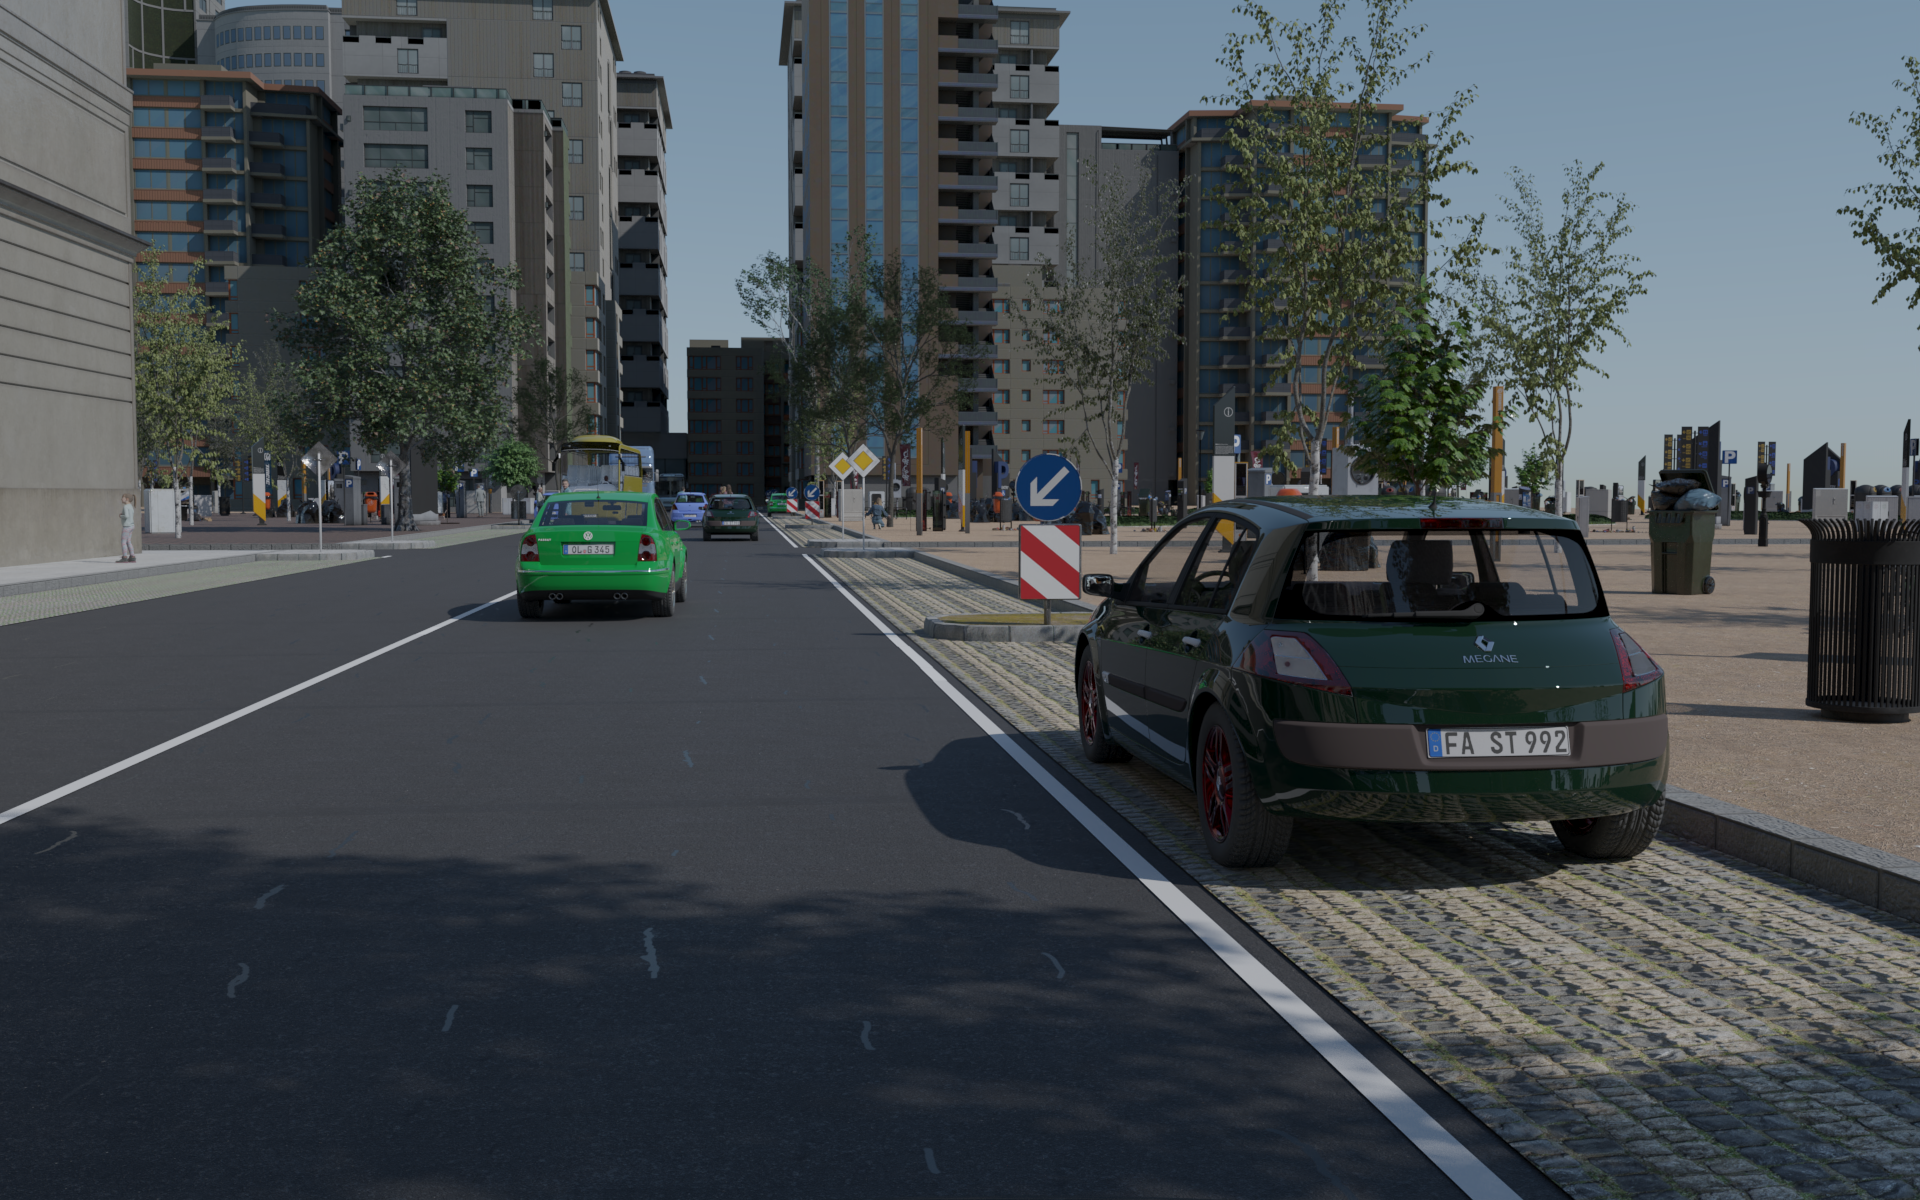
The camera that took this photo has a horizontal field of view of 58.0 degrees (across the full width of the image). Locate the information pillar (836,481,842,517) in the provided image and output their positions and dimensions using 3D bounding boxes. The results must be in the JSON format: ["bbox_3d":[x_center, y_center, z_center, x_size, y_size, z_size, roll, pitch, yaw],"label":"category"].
[{"bbox_3d":[-6.842,-5.707,97.801,0.304,2.012,0.304,-1,4,-18],"label":"information pillar"}]

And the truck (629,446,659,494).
[{"bbox_3d":[-19.363,-6.939,103.215,2.967,4.110,18.799,-1,4,-9],"label":"truck"}]

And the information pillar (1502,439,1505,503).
[{"bbox_3d":[19.417,-4.350,62.481,0.504,3.616,0.183,-1,4,-23],"label":"information pillar"}]

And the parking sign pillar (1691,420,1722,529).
[{"bbox_3d":[27.362,-4.612,63.873,1.447,3.967,1.447,3,5,44],"label":"parking sign pillar"}]

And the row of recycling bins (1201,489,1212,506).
[{"bbox_3d":[17.360,-7.001,121.578,1.069,1.692,3.534,0,4,8],"label":"row of recycling bins"}]

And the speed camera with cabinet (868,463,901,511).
[{"bbox_3d":[-4.782,-7.063,109.824,2.038,3.252,0.660,-1,4,-11],"label":"speed camera with cabinet"}]

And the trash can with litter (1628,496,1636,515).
[{"bbox_3d":[41.362,-5.871,107.378,0.624,1.170,1.055,-2,4,-31],"label":"trash can with litter"}]

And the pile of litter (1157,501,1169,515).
[{"bbox_3d":[12.069,-5.630,106.022,1.719,0.858,1.176,-2,4,-29],"label":"pile of litter"}]

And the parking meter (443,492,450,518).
[{"bbox_3d":[-27.773,-5.216,93.687,0.372,1.533,0.369,0,3,0],"label":"parking meter"}]

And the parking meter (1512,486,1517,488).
[{"bbox_3d":[38.887,-7.085,121.555,0.399,1.863,0.255,1,4,8],"label":"parking meter"}]

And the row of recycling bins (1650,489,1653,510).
[{"bbox_3d":[41.023,-5.573,98.228,3.534,1.692,1.069,0,4,7],"label":"row of recycling bins"}]

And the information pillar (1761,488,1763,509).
[{"bbox_3d":[55.702,-7.857,119.809,0.504,3.616,0.183,2,4,31],"label":"information pillar"}]

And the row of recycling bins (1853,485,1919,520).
[{"bbox_3d":[40.576,-4.192,75.650,3.534,1.692,1.069,-1,4,-17],"label":"row of recycling bins"}]

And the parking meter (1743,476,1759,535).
[{"bbox_3d":[24.957,-2.994,54.659,0.399,1.863,0.255,3,5,40],"label":"parking meter"}]

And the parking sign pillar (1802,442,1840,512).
[{"bbox_3d":[44.734,-6.238,90.455,1.447,3.967,1.447,-2,4,-29],"label":"parking sign pillar"}]

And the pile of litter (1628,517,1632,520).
[{"bbox_3d":[32.715,-4.406,85.995,1.176,0.858,1.719,-1,4,-11],"label":"pile of litter"}]

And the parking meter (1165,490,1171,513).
[{"bbox_3d":[14.290,-6.765,119.013,0.372,1.533,0.369,0,3,0],"label":"parking meter"}]

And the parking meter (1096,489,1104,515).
[{"bbox_3d":[6.464,-4.381,80.048,0.372,1.533,0.369,0,3,0],"label":"parking meter"}]

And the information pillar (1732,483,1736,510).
[{"bbox_3d":[53.471,-7.060,119.922,0.304,2.012,0.304,-1,4,-10],"label":"information pillar"}]

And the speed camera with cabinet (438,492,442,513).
[{"bbox_3d":[-35.068,-7.308,113.825,0.660,3.252,2.038,3,4,38],"label":"speed camera with cabinet"}]

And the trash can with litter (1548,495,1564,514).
[{"bbox_3d":[38.947,-6.250,113.249,1.678,1.210,2.233,-2,4,-33],"label":"trash can with litter"}]

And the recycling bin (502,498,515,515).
[{"bbox_3d":[-27.903,-5.783,107.110,0.722,1.027,0.722,-1,4,-10],"label":"recycling bin"}]

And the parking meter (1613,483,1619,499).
[{"bbox_3d":[33.226,-5.020,87.785,0.255,1.863,0.399,2,4,26],"label":"parking meter"}]

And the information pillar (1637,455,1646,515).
[{"bbox_3d":[41.087,-6.913,104.376,0.183,3.616,0.504,-2,4,-32],"label":"information pillar"}]

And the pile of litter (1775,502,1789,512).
[{"bbox_3d":[46.202,-5.091,97.209,1.176,0.858,1.719,-1,4,-12],"label":"pile of litter"}]

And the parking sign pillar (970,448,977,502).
[{"bbox_3d":[0.661,-6.914,101.523,1.447,3.967,1.447,-1,4,-9],"label":"parking sign pillar"}]

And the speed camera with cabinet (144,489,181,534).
[{"bbox_3d":[-26.487,-3.788,56.271,2.038,3.252,0.660,-3,5,-43],"label":"speed camera with cabinet"}]

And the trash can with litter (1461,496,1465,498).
[{"bbox_3d":[32.179,-6.014,109.712,1.055,1.170,0.624,1,4,11],"label":"trash can with litter"}]

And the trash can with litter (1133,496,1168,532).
[{"bbox_3d":[6.790,-2.950,59.288,1.678,1.210,2.233,1,4,17],"label":"trash can with litter"}]

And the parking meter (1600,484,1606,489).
[{"bbox_3d":[38.888,-6.060,104.798,0.399,1.863,0.255,-3,5,-40],"label":"parking meter"}]

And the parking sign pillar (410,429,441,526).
[{"bbox_3d":[-22.119,-5.055,71.117,1.447,3.967,1.447,3,4,36],"label":"parking sign pillar"}]

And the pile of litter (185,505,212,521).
[{"bbox_3d":[-36.074,-4.163,82.027,1.176,0.858,1.719,-2,4,-30],"label":"pile of litter"}]

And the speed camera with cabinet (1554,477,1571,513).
[{"bbox_3d":[41.653,-7.665,119.658,0.660,3.252,2.038,3,4,36],"label":"speed camera with cabinet"}]

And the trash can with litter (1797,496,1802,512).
[{"bbox_3d":[49.680,-5.549,102.118,0.624,1.170,1.055,3,5,40],"label":"trash can with litter"}]

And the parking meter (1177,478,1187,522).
[{"bbox_3d":[8.285,-3.600,64.577,0.255,1.863,0.399,2,4,32],"label":"parking meter"}]

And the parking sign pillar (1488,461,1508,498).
[{"bbox_3d":[37.044,-7.996,119.199,1.447,3.967,1.447,-1,4,-21],"label":"parking sign pillar"}]

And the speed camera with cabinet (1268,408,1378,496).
[{"bbox_3d":[6.760,-2.316,32.209,2.038,3.252,0.660,-1,4,-20],"label":"speed camera with cabinet"}]

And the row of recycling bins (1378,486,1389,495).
[{"bbox_3d":[20.502,-4.744,84.674,3.534,1.692,1.069,0,4,-2],"label":"row of recycling bins"}]

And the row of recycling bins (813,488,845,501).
[{"bbox_3d":[-8.292,-6.379,111.417,1.069,1.692,3.534,2,4,28],"label":"row of recycling bins"}]

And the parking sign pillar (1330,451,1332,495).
[{"bbox_3d":[23.807,-7.390,109.300,1.447,3.967,1.447,2,4,33],"label":"parking sign pillar"}]

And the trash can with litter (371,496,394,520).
[{"bbox_3d":[-28.379,-4.599,86.244,2.233,1.210,1.678,2,4,35],"label":"trash can with litter"}]

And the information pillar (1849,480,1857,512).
[{"bbox_3d":[47.593,-5.370,92.294,0.304,2.012,0.304,2,4,34],"label":"information pillar"}]

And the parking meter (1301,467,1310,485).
[{"bbox_3d":[7.535,-1.951,37.602,0.255,1.863,0.399,1,4,17],"label":"parking meter"}]

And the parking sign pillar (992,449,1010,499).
[{"bbox_3d":[2.423,-7.022,103.277,1.447,3.967,1.447,3,4,37],"label":"parking sign pillar"}]

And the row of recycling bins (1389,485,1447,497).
[{"bbox_3d":[20.145,-4.188,75.584,1.069,1.692,3.534,-1,4,-13],"label":"row of recycling bins"}]

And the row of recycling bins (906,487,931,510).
[{"bbox_3d":[-2.463,-5.906,103.679,1.069,1.692,3.534,1,4,12],"label":"row of recycling bins"}]

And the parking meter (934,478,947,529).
[{"bbox_3d":[-0.695,-3.403,61.348,0.399,1.863,0.255,-3,5,-44],"label":"parking meter"}]

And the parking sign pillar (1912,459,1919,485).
[{"bbox_3d":[55.409,-6.822,100.006,1.447,3.967,1.447,3,5,45],"label":"parking sign pillar"}]

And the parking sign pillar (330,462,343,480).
[{"bbox_3d":[-38.887,-7.319,108.142,1.447,3.967,1.447,-3,4,-38],"label":"parking sign pillar"}]

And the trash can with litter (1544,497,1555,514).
[{"bbox_3d":[26.825,-4.138,79.044,0.624,1.170,1.055,0,4,2],"label":"trash can with litter"}]

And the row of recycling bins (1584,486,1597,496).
[{"bbox_3d":[34.377,-5.355,94.668,1.069,1.692,3.534,1,4,16],"label":"row of recycling bins"}]

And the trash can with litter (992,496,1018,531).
[{"bbox_3d":[1.987,-3.066,61.191,2.233,1.210,1.678,-3,5,-39],"label":"trash can with litter"}]

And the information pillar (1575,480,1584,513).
[{"bbox_3d":[31.732,-5.149,88.671,0.304,2.012,0.304,-1,4,-12],"label":"information pillar"}]

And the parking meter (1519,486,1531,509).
[{"bbox_3d":[18.115,-2.885,55.577,0.372,1.533,0.369,0,3,0],"label":"parking meter"}]

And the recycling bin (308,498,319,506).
[{"bbox_3d":[-39.604,-5.736,106.336,0.722,1.027,0.722,-1,4,-12],"label":"recycling bin"}]

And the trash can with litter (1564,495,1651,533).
[{"bbox_3d":[21.769,-2.881,58.158,2.233,1.210,1.678,2,4,35],"label":"trash can with litter"}]
